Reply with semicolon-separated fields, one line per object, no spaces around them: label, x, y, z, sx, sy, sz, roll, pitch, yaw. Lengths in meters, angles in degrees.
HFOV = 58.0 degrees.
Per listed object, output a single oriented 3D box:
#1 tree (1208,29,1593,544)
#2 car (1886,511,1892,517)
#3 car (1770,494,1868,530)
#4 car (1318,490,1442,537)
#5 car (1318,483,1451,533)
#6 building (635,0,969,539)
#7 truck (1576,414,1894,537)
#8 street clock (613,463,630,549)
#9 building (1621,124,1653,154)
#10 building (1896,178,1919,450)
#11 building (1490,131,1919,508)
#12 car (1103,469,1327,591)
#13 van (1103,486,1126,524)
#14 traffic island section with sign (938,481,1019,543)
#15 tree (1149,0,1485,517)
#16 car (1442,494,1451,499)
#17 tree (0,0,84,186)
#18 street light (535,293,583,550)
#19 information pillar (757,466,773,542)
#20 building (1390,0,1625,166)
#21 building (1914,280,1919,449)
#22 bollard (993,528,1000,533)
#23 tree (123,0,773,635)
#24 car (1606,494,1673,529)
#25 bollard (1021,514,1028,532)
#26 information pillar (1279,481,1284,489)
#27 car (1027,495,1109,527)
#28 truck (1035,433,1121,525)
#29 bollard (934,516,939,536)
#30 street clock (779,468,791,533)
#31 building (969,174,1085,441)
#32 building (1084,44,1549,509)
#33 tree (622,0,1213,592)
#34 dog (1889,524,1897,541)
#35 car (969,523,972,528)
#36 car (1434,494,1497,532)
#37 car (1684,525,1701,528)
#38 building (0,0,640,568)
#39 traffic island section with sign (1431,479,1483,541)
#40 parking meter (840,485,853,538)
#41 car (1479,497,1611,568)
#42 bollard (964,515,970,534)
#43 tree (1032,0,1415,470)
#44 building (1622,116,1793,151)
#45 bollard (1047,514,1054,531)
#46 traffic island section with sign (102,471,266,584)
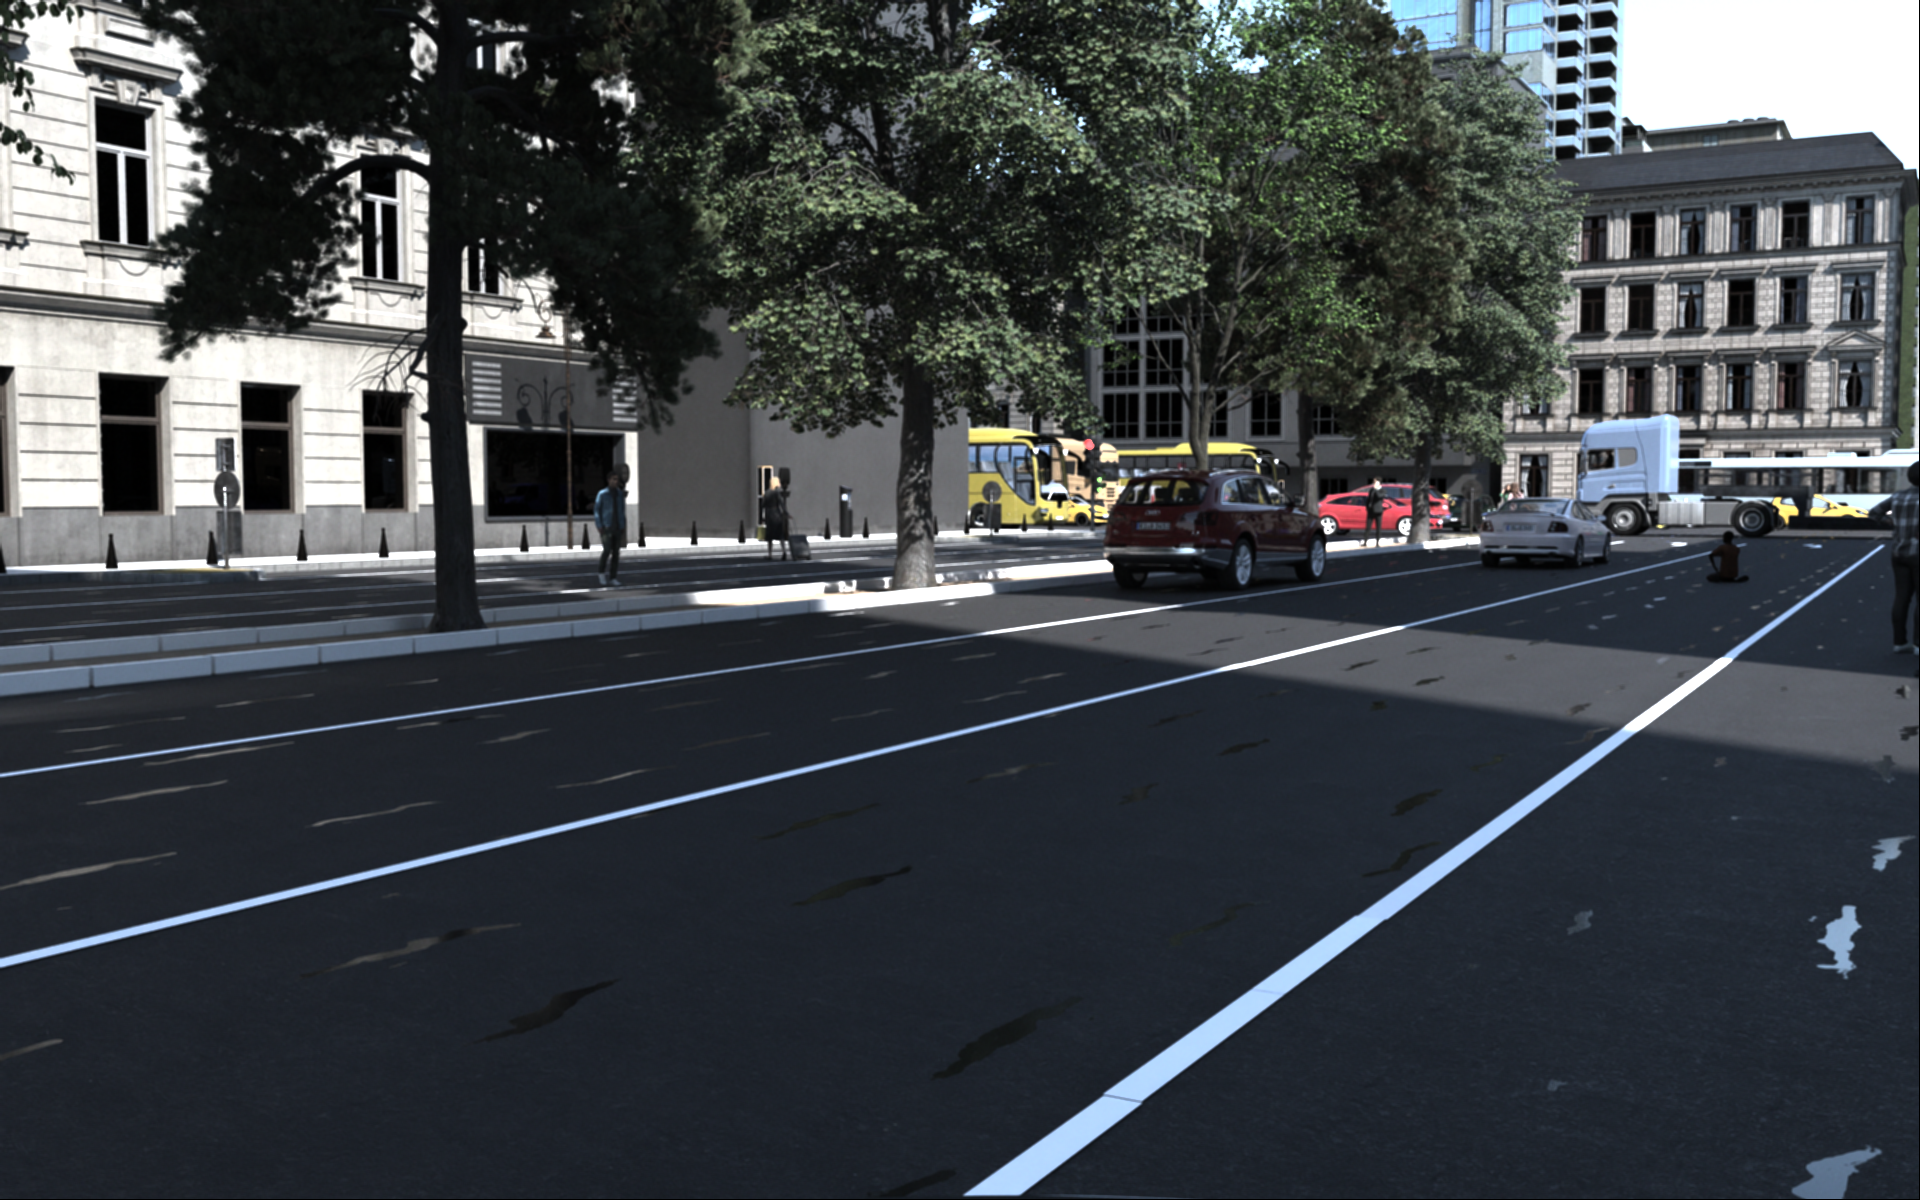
tree;13.173;-8.570;49.235;9.857;13.997;8.962;0;3;0
car;38.904;-3.479;69.238;4.827;1.381;2.083;2;4;31
car;34.340;-3.625;69.488;3.980;1.641;2.015;2;4;30
car;14.350;-3.099;59.702;4.494;1.783;2.155;2;4;29
car;15.241;-3.349;63.436;5.304;1.827;2.281;2;4;31
building;-12.735;-16.313;60.230;24.014;27.812;14.314;2;4;30
truck;29.296;-4.071;56.323;18.799;4.110;2.967;2;4;30
street clock;-7.971;-2.217;40.817;0.358;2.002;0.471;1;4;12
building;70.637;-31.333;195.893;14.086;41.232;14.154;2;4;30
building;119.481;-33.336;228.633;14.086;41.232;14.154;2;4;30
building;38.295;-13.752;89.469;19.286;19.102;10.561;2;4;30
car;4.148;-1.147;27.428;2.281;1.827;5.304;2;4;32
van;7.701;-4.604;82.280;4.112;2.044;2.013;2;4;30
traffic island section with sign;0.688;-2.664;52.192;1.989;1.847;2.006;2;4;30
tree;8.363;-8.049;41.478;7.806;13.903;7.818;0;3;0
car;21.527;-4.079;76.921;3.980;1.641;2.015;2;4;31
tree;-7.908;-3.627;12.123;4.737;8.622;4.395;0;3;0
street light;-8.978;-4.094;39.730;0.468;5.910;1.993;2;4;30
information pillar;-5.185;-2.545;46.102;0.304;2.012;0.304;-2;4;-34
building;55.378;-52.766;175.401;22.319;86.520;31.000;2;4;30
building;54.060;-13.785;80.133;16.860;20.320;10.420;2;4;30
bollard;1.203;-2.511;57.104;0.229;0.601;0.229;0;3;0
tree;-5.144;-5.666;17.159;6.751;12.117;7.091;0;3;0
car;27.704;-3.791;71.571;3.694;1.707;1.945;2;4;29
bollard;2.189;-2.617;58.825;0.229;0.601;0.229;0;3;0
information pillar;17.413;-5.485;94.176;0.304;2.012;0.304;0;4;-6
car;4.772;-4.125;77.669;3.980;1.641;2.015;2;4;31
truck;2.677;-5.687;81.889;11.283;4.237;2.839;2;4;30
bollard;-0.762;-2.302;53.677;0.229;0.601;0.229;0;3;0
street clock;-4.815;-2.629;47.559;0.358;2.002;0.471;-1;4;-17
building;0.160;-16.007;110.873;18.267;20.994;9.793;2;4;30
building;20.441;-18.842;101.570;24.014;27.812;14.314;2;4;30
tree;-0.621;-7.038;24.183;9.857;13.997;8.962;0;3;0
dog;22.826;-1.540;42.023;0.513;0.831;0.800;2;4;28
car;-1.163;-3.940;73.218;4.718;1.807;1.959;2;4;31
car;19.407;-3.465;66.432;2.009;1.686;4.222;2;4;32
car;30.111;-3.847;74.897;4.499;1.417;2.014;2;4;30
building;-24.640;-15.573;31.031;17.030;29.872;44.131;2;4;30
traffic island section with sign;15.661;-2.777;53.532;2.006;1.907;1.989;2;4;30
parking meter;-3.323;-2.577;50.542;0.372;1.533;0.369;0;3;0
car;11.875;-1.387;35.033;2.083;1.381;4.827;2;4;31
bollard;0.222;-2.406;55.387;0.229;0.601;0.229;0;3;0
tree;4.680;-6.426;33.279;9.928;11.665;9.643;0;3;0
building;104.064;-40.066;244.311;27.495;52.752;28.713;2;4;30
bollard;3.169;-2.721;60.538;0.229;0.601;0.229;0;3;0
traffic island section with sign;-12.742;-1.232;28.767;1.989;1.847;2.006;2;4;30
